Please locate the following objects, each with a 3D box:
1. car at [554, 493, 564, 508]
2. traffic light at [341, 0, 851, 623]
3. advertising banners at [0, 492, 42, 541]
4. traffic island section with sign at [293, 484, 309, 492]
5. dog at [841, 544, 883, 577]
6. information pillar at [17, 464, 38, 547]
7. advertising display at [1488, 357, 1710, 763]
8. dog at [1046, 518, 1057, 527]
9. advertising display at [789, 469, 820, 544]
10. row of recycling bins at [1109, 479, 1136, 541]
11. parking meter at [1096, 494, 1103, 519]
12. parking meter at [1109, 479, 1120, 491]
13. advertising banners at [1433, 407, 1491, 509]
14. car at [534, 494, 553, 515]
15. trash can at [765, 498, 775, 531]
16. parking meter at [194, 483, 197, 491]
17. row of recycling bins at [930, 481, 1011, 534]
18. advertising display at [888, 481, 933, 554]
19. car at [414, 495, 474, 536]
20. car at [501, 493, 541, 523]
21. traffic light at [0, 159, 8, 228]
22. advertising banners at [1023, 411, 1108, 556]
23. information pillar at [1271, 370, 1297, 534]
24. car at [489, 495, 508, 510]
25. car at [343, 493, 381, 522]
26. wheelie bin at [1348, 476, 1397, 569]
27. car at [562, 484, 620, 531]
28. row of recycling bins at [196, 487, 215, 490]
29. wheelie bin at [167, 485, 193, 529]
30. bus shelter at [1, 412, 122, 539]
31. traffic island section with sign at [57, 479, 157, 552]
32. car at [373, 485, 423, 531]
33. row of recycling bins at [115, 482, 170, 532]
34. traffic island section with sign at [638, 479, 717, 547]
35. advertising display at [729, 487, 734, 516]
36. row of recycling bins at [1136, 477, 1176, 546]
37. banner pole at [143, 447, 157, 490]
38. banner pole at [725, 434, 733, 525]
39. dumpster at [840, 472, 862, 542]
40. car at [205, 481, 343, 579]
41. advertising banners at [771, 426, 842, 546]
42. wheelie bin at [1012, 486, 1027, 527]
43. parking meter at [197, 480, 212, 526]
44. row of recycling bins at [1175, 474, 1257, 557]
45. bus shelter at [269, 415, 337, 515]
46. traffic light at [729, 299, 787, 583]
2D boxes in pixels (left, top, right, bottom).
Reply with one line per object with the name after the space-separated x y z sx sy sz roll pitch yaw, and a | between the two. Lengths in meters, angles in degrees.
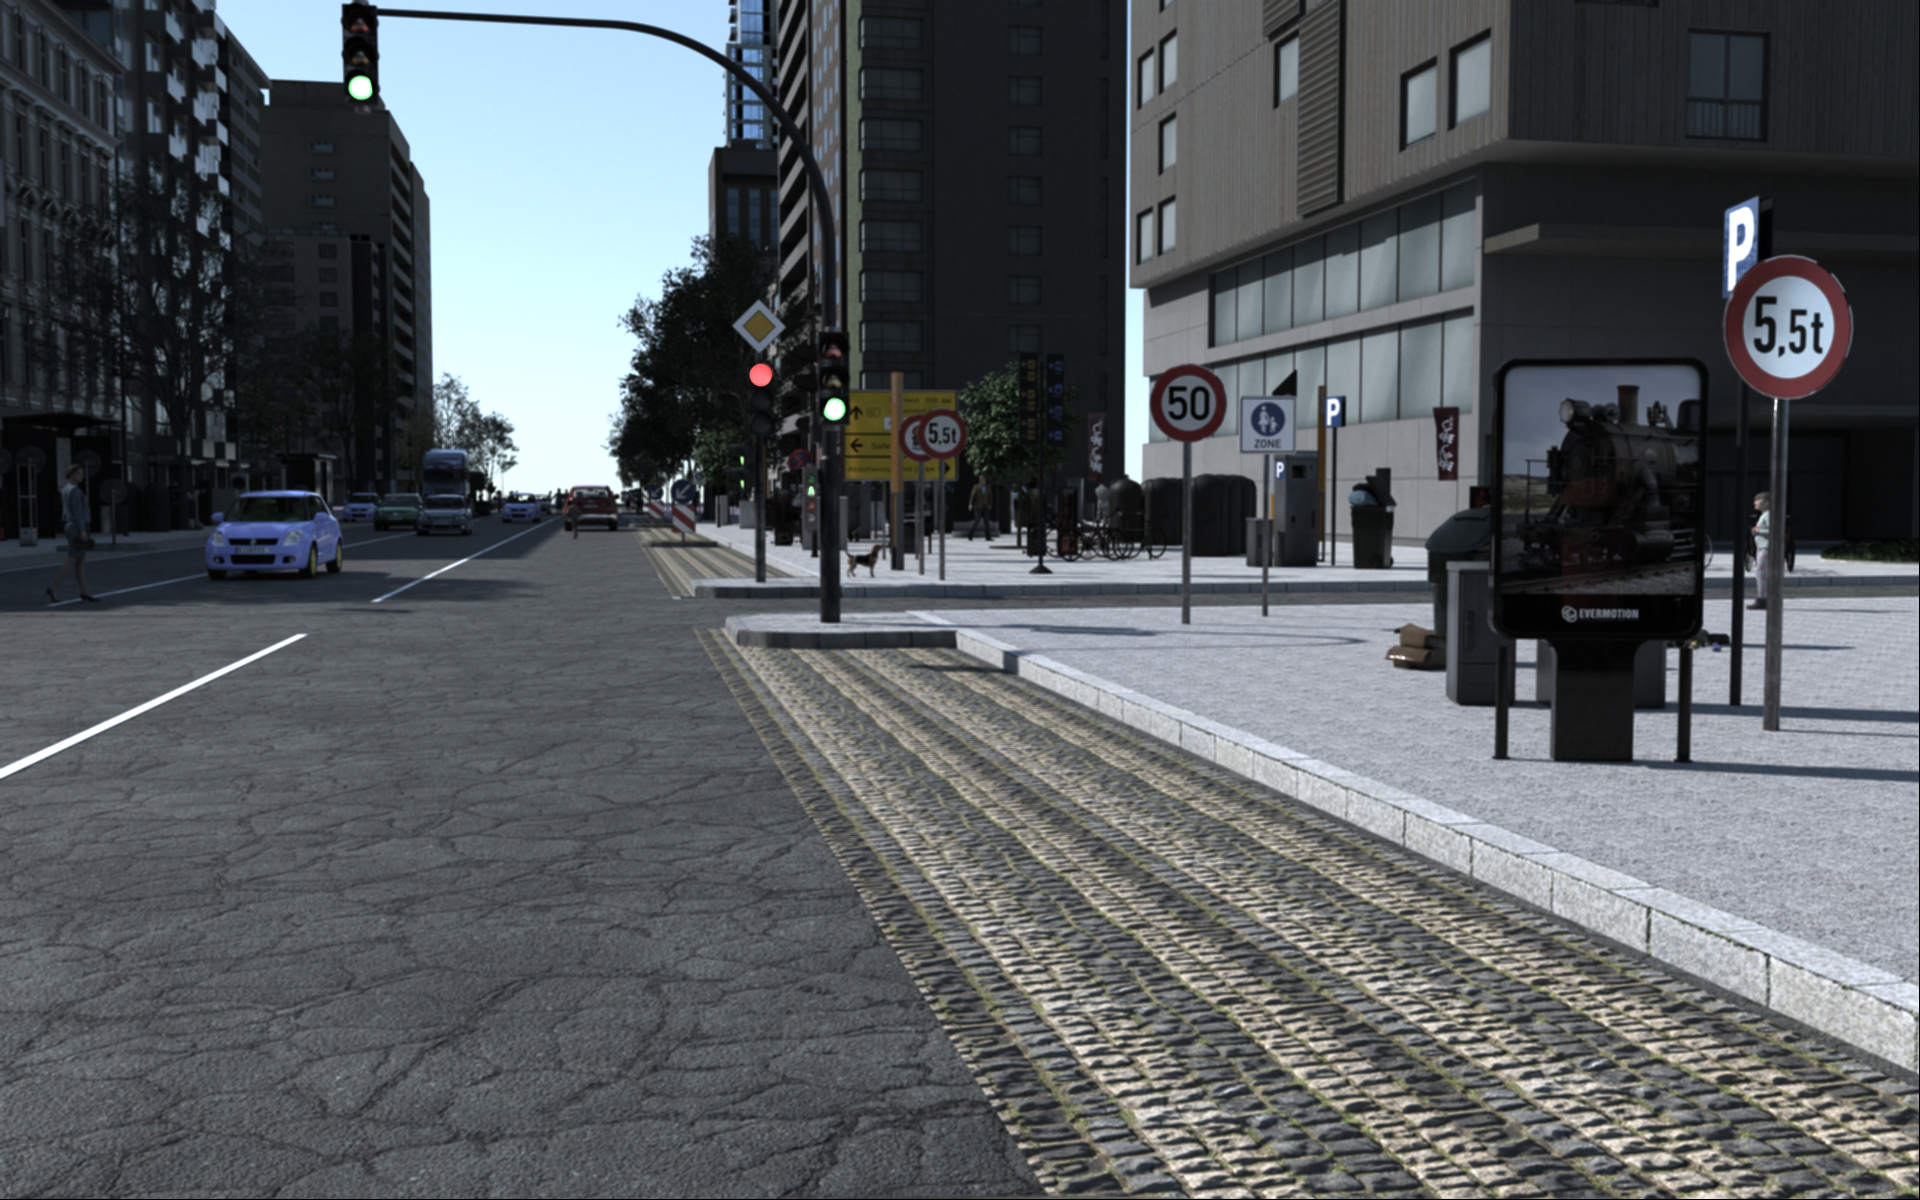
-41.629 -10.532 181.795 1.945 1.707 3.694 -1 4 -10 | car
-3.361 -2.570 16.681 4.771 5.953 1.251 -1 4 -11 | traffic light
-26.203 -3.114 47.110 2.074 3.025 0.090 -2 4 -29 | advertising banners
-27.010 -3.810 70.929 1.989 1.847 2.006 -1 4 -11 | traffic island section with sign
-1.513 -0.613 26.855 0.540 0.507 0.406 -2 4 -32 | dog
-22.805 -2.316 42.355 0.304 2.012 0.304 0 4 -5 | information pillar
3.042 -0.188 8.291 0.974 1.923 0.123 0 4 6 | advertising display
3.588 -2.971 66.307 0.550 0.427 0.748 -2 4 -26 | dog
-3.960 -2.420 44.785 0.974 1.923 0.123 1 4 23 | advertising display
5.679 -2.508 48.126 3.534 1.692 1.069 -2 4 -34 | row of recycling bins
7.153 -4.900 88.529 0.372 1.533 0.369 0 3 0 | parking meter
5.947 -3.716 66.473 0.399 1.863 0.255 -2 4 -32 | parking meter
10.429 -2.343 34.493 2.074 3.025 0.090 2 4 31 | advertising banners
-29.877 -6.771 122.704 2.014 1.417 4.499 -1 4 -12 | car
-6.801 -3.013 60.914 0.748 1.137 0.748 0 3 0 | trash can
-41.037 -5.352 93.215 0.399 1.863 0.255 3 5 43 | parking meter
0.019 -3.043 56.868 3.534 1.692 1.069 1 4 22 | row of recycling bins
-1.068 -1.963 37.313 0.974 1.923 0.123 -1 4 -12 | advertising display
-18.187 -3.007 61.160 2.014 1.417 4.499 -1 4 -13 | car
-22.162 -4.768 87.540 1.945 1.707 3.694 -1 4 -10 | car
-15.055 -2.933 22.626 4.771 5.953 1.251 -1 4 -11 | traffic light
2.231 -2.452 36.283 2.074 3.025 0.090 -2 4 -28 | advertising banners
6.148 -2.536 32.824 0.504 3.616 0.183 3 4 35 | information pillar
-41.653 -8.834 157.016 1.945 1.354 3.894 -1 4 -11 | car
-30.398 -4.816 88.334 1.945 1.707 3.694 -1 4 -11 | car
7.063 -1.335 29.735 0.693 1.594 0.980 2 4 30 | wheelie bin
-14.643 -3.671 68.700 2.281 1.827 5.304 -1 4 -12 | car
-38.915 -5.036 89.454 1.069 1.692 3.534 -1 4 -22 | row of recycling bins
-28.247 -3.346 62.615 0.980 1.594 0.693 -1 4 -22 | wheelie bin
-26.999 -3.734 52.334 1.731 3.624 6.357 -1 4 -11 | bus shelter
-21.512 -2.153 43.822 1.989 1.847 2.006 -1 4 -11 | traffic island section with sign
-22.366 -3.703 69.338 1.959 1.807 4.718 -1 4 -12 | car
-28.496 -3.163 58.833 3.534 1.692 1.069 1 4 12 | row of recycling bins
-7.676 -2.357 47.172 1.989 1.847 2.006 -1 4 -11 | traffic island section with sign
-13.495 -5.785 99.804 0.974 1.923 0.123 -1 4 -20 | advertising display
5.529 -2.283 44.432 1.069 1.692 3.534 1 4 20 | row of recycling bins
-43.075 -6.240 92.035 0.863 3.779 0.401 0 4 -7 | banner pole
-9.670 -5.016 72.029 0.401 3.779 0.863 -1 4 -9 | banner pole
-3.344 -2.515 46.875 1.264 1.857 1.865 -1 4 -11 | dumpster
-11.962 -1.266 30.297 1.945 1.707 3.694 -1 4 -10 | car
-3.775 -2.883 43.327 2.074 3.025 0.090 -2 4 -31 | advertising banners
2.385 -3.601 66.789 0.693 1.594 0.980 1 4 13 | wheelie bin
-30.365 -3.917 69.750 0.399 1.863 0.255 1 4 11 | parking meter
5.619 -1.817 36.817 1.069 1.692 3.534 1 4 22 | row of recycling bins
-34.417 -6.908 90.575 2.179 5.291 8.768 -1 4 -11 | bus shelter
-2.917 -2.210 25.061 0.839 4.253 0.868 -1 4 -11 | traffic light
